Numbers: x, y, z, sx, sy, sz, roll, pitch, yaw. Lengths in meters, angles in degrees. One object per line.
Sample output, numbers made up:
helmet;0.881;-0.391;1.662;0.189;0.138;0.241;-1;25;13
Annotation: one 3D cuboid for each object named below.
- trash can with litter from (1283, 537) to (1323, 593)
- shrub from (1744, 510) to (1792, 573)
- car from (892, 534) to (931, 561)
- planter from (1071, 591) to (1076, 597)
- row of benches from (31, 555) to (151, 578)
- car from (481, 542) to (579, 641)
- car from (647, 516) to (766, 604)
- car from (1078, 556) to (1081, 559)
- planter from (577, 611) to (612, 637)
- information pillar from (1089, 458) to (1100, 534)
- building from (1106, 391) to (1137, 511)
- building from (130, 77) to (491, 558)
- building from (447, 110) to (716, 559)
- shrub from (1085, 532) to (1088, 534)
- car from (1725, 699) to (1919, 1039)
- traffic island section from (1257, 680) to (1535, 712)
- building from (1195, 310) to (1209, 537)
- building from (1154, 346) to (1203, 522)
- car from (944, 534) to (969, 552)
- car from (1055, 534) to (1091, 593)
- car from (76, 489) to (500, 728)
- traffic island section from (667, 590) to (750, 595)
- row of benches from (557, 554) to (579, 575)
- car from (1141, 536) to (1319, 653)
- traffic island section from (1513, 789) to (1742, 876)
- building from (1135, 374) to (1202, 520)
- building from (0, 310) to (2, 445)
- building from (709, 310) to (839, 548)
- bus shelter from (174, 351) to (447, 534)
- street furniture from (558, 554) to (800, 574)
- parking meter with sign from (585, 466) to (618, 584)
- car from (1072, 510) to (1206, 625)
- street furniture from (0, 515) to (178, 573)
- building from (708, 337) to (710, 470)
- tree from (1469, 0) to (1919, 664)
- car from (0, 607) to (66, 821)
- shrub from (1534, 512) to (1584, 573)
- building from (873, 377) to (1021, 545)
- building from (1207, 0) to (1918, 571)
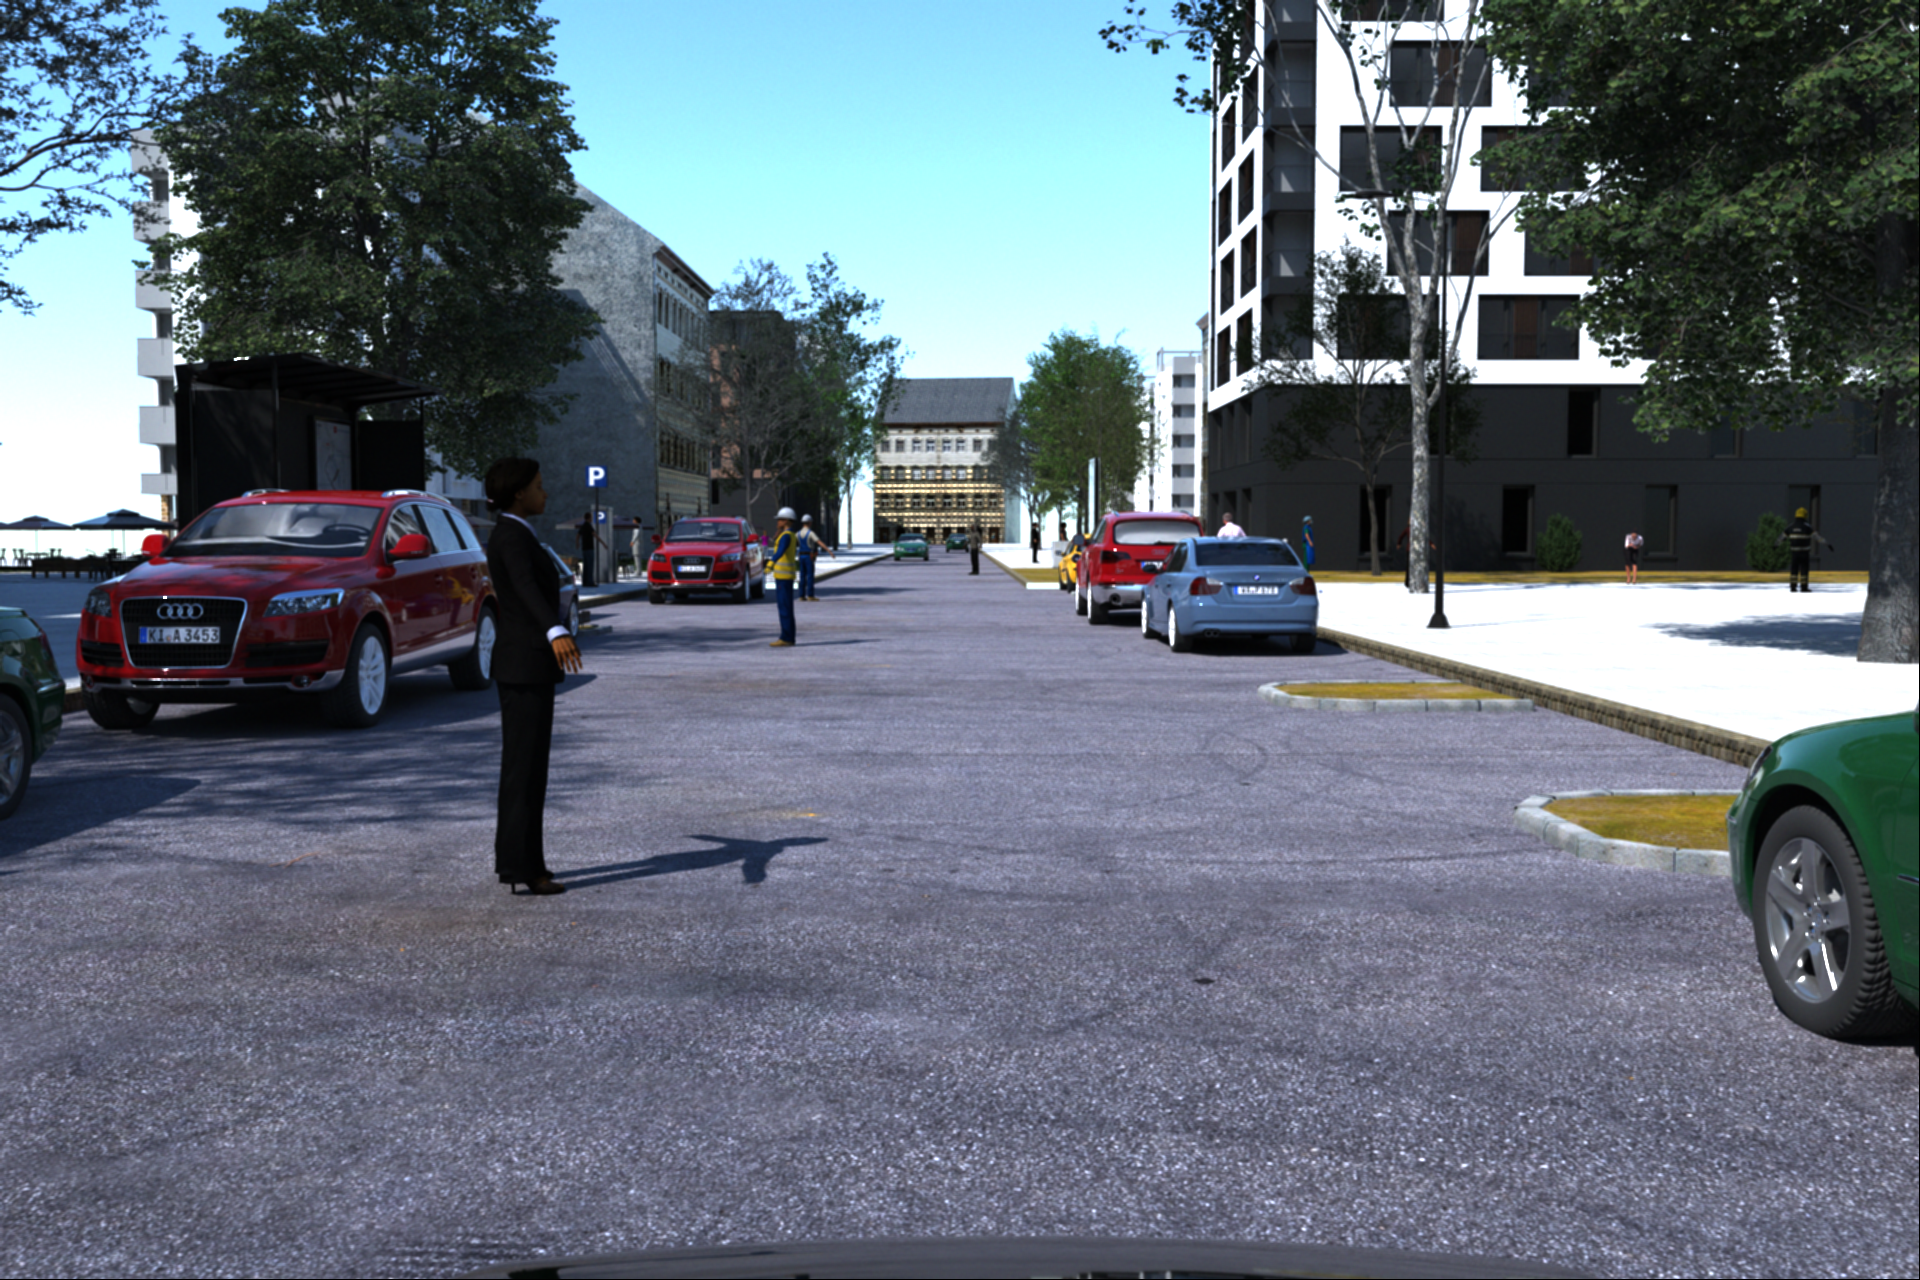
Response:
trash can with litter;7.073;-1.625;37.634;1.678;1.210;2.233;0;4;-1
shrub;26.957;-3.278;57.632;1.661;2.075;1.752;0;3;0
car;-2.596;-4.971;93.077;2.131;1.459;4.920;0;4;-1
planter;3.591;-1.168;40.243;1.991;0.319;1.994;0;4;-1
row of benches;-25.063;-2.148;50.583;4.104;0.672;1.422;1;4;10
car;-6.010;-0.567;21.848;1.945;1.354;3.894;0;4;0
car;-5.365;-1.742;37.155;2.281;1.827;5.304;0;4;0
car;3.544;-1.497;37.056;1.945;1.354;3.894;0;4;-1
planter;-6.101;-0.232;24.933;1.991;0.319;1.994;0;4;0
information pillar;4.190;-3.839;54.084;0.184;3.620;1.656;0;4;-2
building;23.844;-22.357;221.960;16.016;20.090;11.380;0;4;-1
building;-28.229;-13.256;73.149;16.016;20.090;11.380;0;4;-1
building;-24.993;-16.403;99.121;19.493;23.208;18.063;0;4;1
shrub;5.307;-3.639;63.547;1.661;2.075;1.752;0;3;0
car;3.373;0.503;3.573;2.131;1.459;4.920;0;4;-2
traffic island section;3.630;0.483;14.965;1.991;0.108;1.994;0;4;-1
building;26.538;-17.383;115.149;19.493;23.208;18.063;0;4;0
building;24.878;-19.489;175.063;16.016;20.090;11.380;0;4;0
car;-0.195;-7.630;136.548;2.131;1.459;4.920;0;4;0
car;3.418;-2.023;43.295;2.015;1.641;3.980;0;4;-1
car;-5.349;-0.354;14.457;2.281;1.827;5.304;0;3;0
traffic island section;-6.107;-1.149;41.660;1.991;0.108;1.994;0;4;-1
row of benches;-13.960;-2.352;53.914;4.104;0.672;1.422;0;4;7
car;3.403;-0.627;22.251;2.014;1.417;4.499;0;4;-1
traffic island section;3.725;0.899;8.162;1.991;0.108;1.994;0;4;-1
building;25.783;-21.204;203.105;16.016;20.090;11.380;0;4;0
building;-31.836;-12.908;30.124;14.460;24.649;34.723;0;4;0
building;-27.199;-20.221;174.594;27.936;21.610;32.646;0;4;0
bus shelter;-9.294;-2.089;25.440;1.731;3.624;6.357;0;4;0
street furniture;-10.215;-2.590;57.971;10.072;0.657;5.734;0;4;0
parking meter with sign;-9.272;-2.984;45.046;0.543;3.016;1.738;0;4;-1
car;3.051;-1.237;28.891;2.281;1.827;5.304;0;4;0
street furniture;-33.328;-3.389;60.434;27.439;1.986;14.083;-1;4;-9
building;-28.429;-17.874;123.171;19.493;23.208;18.063;0;3;0
tree;9.383;-6.757;17.126;9.857;13.997;8.962;0;3;0
car;-5.681;0.278;7.249;2.131;1.459;4.920;0;3;0
shrub;19.980;-3.269;57.867;1.690;2.028;1.600;0;3;0
building;-1.504;-24.986;241.902;18.063;23.208;19.493;1;4;8
building;24.392;-14.138;75.134;27.936;21.610;32.646;0;3;0
